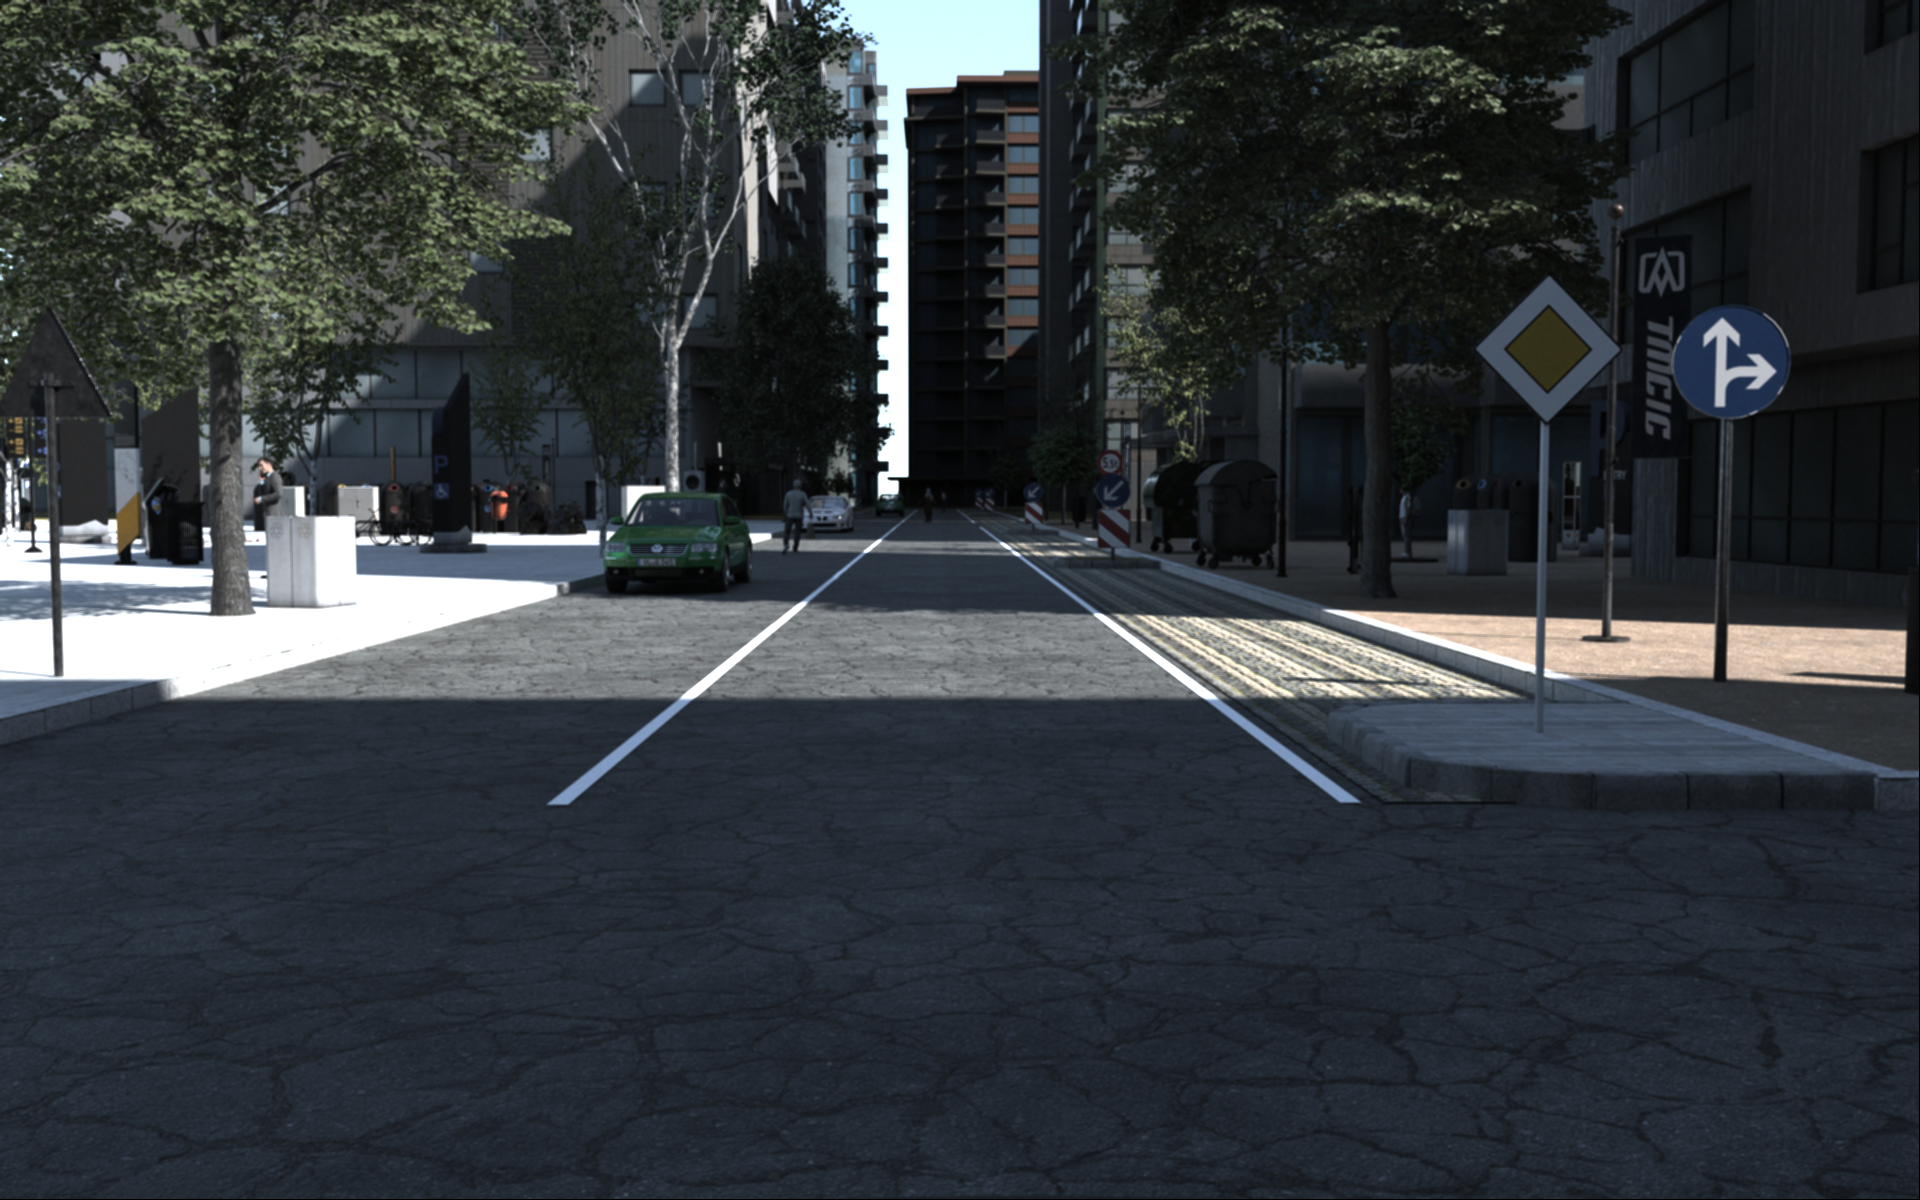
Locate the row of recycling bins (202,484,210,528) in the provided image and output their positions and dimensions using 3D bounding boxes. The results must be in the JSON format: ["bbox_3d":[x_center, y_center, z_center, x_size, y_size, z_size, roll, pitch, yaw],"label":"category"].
[{"bbox_3d":[-28.903,-3.680,67.275,1.069,1.692,3.534,-2,4,-23],"label":"row of recycling bins"}]

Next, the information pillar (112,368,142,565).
[{"bbox_3d":[-15.124,-2.451,31.430,0.504,3.616,0.183,1,4,15],"label":"information pillar"}]

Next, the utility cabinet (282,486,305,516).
[{"bbox_3d":[-19.623,-2.570,50.691,1.173,1.500,0.318,3,5,41],"label":"utility cabinet"}]

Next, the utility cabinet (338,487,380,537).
[{"bbox_3d":[-17.958,-2.632,51.720,1.173,1.500,0.318,1,4,14],"label":"utility cabinet"}]

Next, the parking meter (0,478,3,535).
[{"bbox_3d":[-30.069,-2.950,53.938,0.255,1.863,0.399,2,4,28],"label":"parking meter"}]

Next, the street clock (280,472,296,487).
[{"bbox_3d":[-22.048,-3.197,56.836,0.471,2.002,0.358,1,4,21],"label":"street clock"}]

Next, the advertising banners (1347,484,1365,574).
[{"bbox_3d":[6.663,-1.974,28.462,0.090,3.025,2.074,2,4,26],"label":"advertising banners"}]

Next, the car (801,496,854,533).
[{"bbox_3d":[-5.047,-3.259,65.653,2.083,1.381,4.827,0,3,0],"label":"car"}]

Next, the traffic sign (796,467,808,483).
[{"bbox_3d":[-7.835,-5.169,84.523,0.884,2.594,0.081,0,4,5],"label":"traffic sign"}]

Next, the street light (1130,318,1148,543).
[{"bbox_3d":[4.718,-4.450,45.540,0.468,5.910,1.993,0,4,-1],"label":"street light"}]

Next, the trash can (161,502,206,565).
[{"bbox_3d":[-14.080,-1.211,31.453,0.748,1.137,0.748,0,3,0],"label":"trash can"}]

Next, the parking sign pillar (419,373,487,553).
[{"bbox_3d":[-11.159,-3.030,38.021,1.447,3.967,1.447,0,4,4],"label":"parking sign pillar"}]

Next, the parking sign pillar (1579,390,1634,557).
[{"bbox_3d":[13.541,-2.885,35.637,1.447,3.967,1.447,-1,4,-18],"label":"parking sign pillar"}]

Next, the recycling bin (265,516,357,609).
[{"bbox_3d":[-7.406,-0.442,19.782,0.722,1.027,0.722,1,4,16],"label":"recycling bin"}]

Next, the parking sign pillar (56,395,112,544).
[{"bbox_3d":[-23.138,-3.488,45.506,1.447,3.967,1.447,2,4,30],"label":"parking sign pillar"}]

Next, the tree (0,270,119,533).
[{"bbox_3d":[-31.002,-6.491,56.491,4.737,8.622,4.395,0,3,0],"label":"tree"}]

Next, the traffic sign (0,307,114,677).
[{"bbox_3d":[-6.328,-0.739,12.086,0.884,2.594,0.081,0,4,7],"label":"traffic sign"}]

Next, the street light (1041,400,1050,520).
[{"bbox_3d":[4.211,-6.803,84.012,0.468,5.910,1.993,0,4,-1],"label":"street light"}]

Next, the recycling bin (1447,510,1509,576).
[{"bbox_3d":[8.250,-0.921,27.615,0.722,1.027,0.722,-1,4,-9],"label":"recycling bin"}]

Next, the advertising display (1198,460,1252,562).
[{"bbox_3d":[5.001,-1.691,32.864,0.974,1.923,0.123,2,4,29],"label":"advertising display"}]

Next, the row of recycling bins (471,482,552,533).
[{"bbox_3d":[-15.136,-3.084,57.528,3.534,1.692,1.069,1,4,17],"label":"row of recycling bins"}]

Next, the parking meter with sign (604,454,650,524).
[{"bbox_3d":[-14.417,-4.803,74.796,1.738,3.016,0.543,0,4,2],"label":"parking meter with sign"}]

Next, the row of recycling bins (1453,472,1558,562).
[{"bbox_3d":[10.775,-1.662,34.287,1.069,1.692,3.534,0,4,-7],"label":"row of recycling bins"}]

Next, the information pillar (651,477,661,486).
[{"bbox_3d":[-13.073,-4.285,74.552,0.304,2.012,0.304,-2,4,-31],"label":"information pillar"}]

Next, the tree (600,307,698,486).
[{"bbox_3d":[-12.642,-7.270,69.221,4.360,8.622,3.978,0,3,0],"label":"tree"}]

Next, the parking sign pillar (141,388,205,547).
[{"bbox_3d":[-19.505,-3.325,42.835,1.447,3.967,1.447,-2,4,-26],"label":"parking sign pillar"}]

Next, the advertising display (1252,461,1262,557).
[{"bbox_3d":[5.718,-1.783,34.369,0.123,1.923,0.974,-1,4,-15],"label":"advertising display"}]

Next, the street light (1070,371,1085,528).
[{"bbox_3d":[4.414,-5.645,65.078,0.468,5.910,1.993,0,4,-1],"label":"street light"}]

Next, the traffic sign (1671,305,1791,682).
[{"bbox_3d":[5.199,-0.713,11.770,0.768,2.556,0.104,0,4,6],"label":"traffic sign"}]

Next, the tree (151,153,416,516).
[{"bbox_3d":[-14.181,-5.362,38.032,4.737,8.622,4.395,0,3,0],"label":"tree"}]

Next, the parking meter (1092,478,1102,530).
[{"bbox_3d":[4.937,-3.459,62.258,0.255,1.863,0.399,-1,4,-15],"label":"parking meter"}]

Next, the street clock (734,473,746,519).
[{"bbox_3d":[-7.686,-3.421,60.501,0.358,2.002,0.471,-2,4,-34],"label":"street clock"}]

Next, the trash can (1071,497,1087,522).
[{"bbox_3d":[5.387,-4.080,78.355,0.748,1.137,0.748,0,3,0],"label":"trash can"}]

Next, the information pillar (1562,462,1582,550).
[{"bbox_3d":[14.027,-2.155,39.726,0.304,2.012,0.304,3,5,41],"label":"information pillar"}]

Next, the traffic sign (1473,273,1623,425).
[{"bbox_3d":[3.133,-0.430,9.226,0.795,2.593,0.064,0,4,-1],"label":"traffic sign"}]

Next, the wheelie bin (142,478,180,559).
[{"bbox_3d":[-15.901,-1.628,34.532,0.693,1.594,0.980,-2,4,-31],"label":"wheelie bin"}]

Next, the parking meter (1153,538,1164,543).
[{"bbox_3d":[5.286,-2.279,45.665,0.372,1.533,0.369,0,3,0],"label":"parking meter"}]

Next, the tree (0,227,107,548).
[{"bbox_3d":[-22.792,-5.572,41.470,4.360,8.622,3.978,0,3,0],"label":"tree"}]

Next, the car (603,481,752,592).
[{"bbox_3d":[-4.286,-1.095,26.698,1.959,1.807,4.718,0,4,0],"label":"car"}]

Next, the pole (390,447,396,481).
[{"bbox_3d":[-24.374,-4.933,74.495,0.158,3.312,0.155,0,3,0],"label":"pole"}]

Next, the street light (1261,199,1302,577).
[{"bbox_3d":[4.977,-3.292,26.607,0.468,5.910,1.993,0,4,-1],"label":"street light"}]

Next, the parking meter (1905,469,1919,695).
[{"bbox_3d":[6.286,-0.164,11.092,0.372,1.533,0.369,0,3,0],"label":"parking meter"}]

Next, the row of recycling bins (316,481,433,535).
[{"bbox_3d":[-18.179,-2.875,54.114,3.534,1.692,1.069,-2,4,-33],"label":"row of recycling bins"}]

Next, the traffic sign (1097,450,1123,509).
[{"bbox_3d":[4.303,-3.036,49.741,0.768,2.556,0.104,0,3,0],"label":"traffic sign"}]

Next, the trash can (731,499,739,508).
[{"bbox_3d":[-6.854,-2.395,50.812,0.748,1.137,0.748,0,3,0],"label":"trash can"}]

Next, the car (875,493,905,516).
[{"bbox_3d":[-4.526,-6.330,112.295,1.959,1.807,4.718,0,4,0],"label":"car"}]

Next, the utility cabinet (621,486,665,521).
[{"bbox_3d":[-8.477,-2.304,46.348,1.173,1.500,0.318,-3,5,-41],"label":"utility cabinet"}]

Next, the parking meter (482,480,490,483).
[{"bbox_3d":[-19.084,-3.919,69.786,0.255,1.863,0.399,-2,4,-24],"label":"parking meter"}]

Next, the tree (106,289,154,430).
[{"bbox_3d":[-25.046,-6.433,55.534,4.737,8.622,4.395,0,3,0],"label":"tree"}]

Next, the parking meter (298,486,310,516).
[{"bbox_3d":[-20.899,-2.857,55.118,0.372,1.533,0.369,0,3,0],"label":"parking meter"}]

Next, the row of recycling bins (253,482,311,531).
[{"bbox_3d":[-22.879,-3.223,59.802,3.534,1.692,1.069,1,4,19],"label":"row of recycling bins"}]

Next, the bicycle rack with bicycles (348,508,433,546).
[{"bbox_3d":[-13.910,-1.855,43.705,2.925,0.926,2.852,1,4,16],"label":"bicycle rack with bicycles"}]

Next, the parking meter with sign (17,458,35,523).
[{"bbox_3d":[-42.236,-5.025,78.423,0.543,3.016,1.738,-2,4,-34],"label":"parking meter with sign"}]

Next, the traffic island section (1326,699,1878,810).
[{"bbox_3d":[3.157,0.793,9.309,2.009,0.180,2.903,0,4,-1],"label":"traffic island section"}]

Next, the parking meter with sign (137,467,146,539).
[{"bbox_3d":[-22.852,-3.227,49.027,1.738,3.016,0.543,2,4,26],"label":"parking meter with sign"}]
